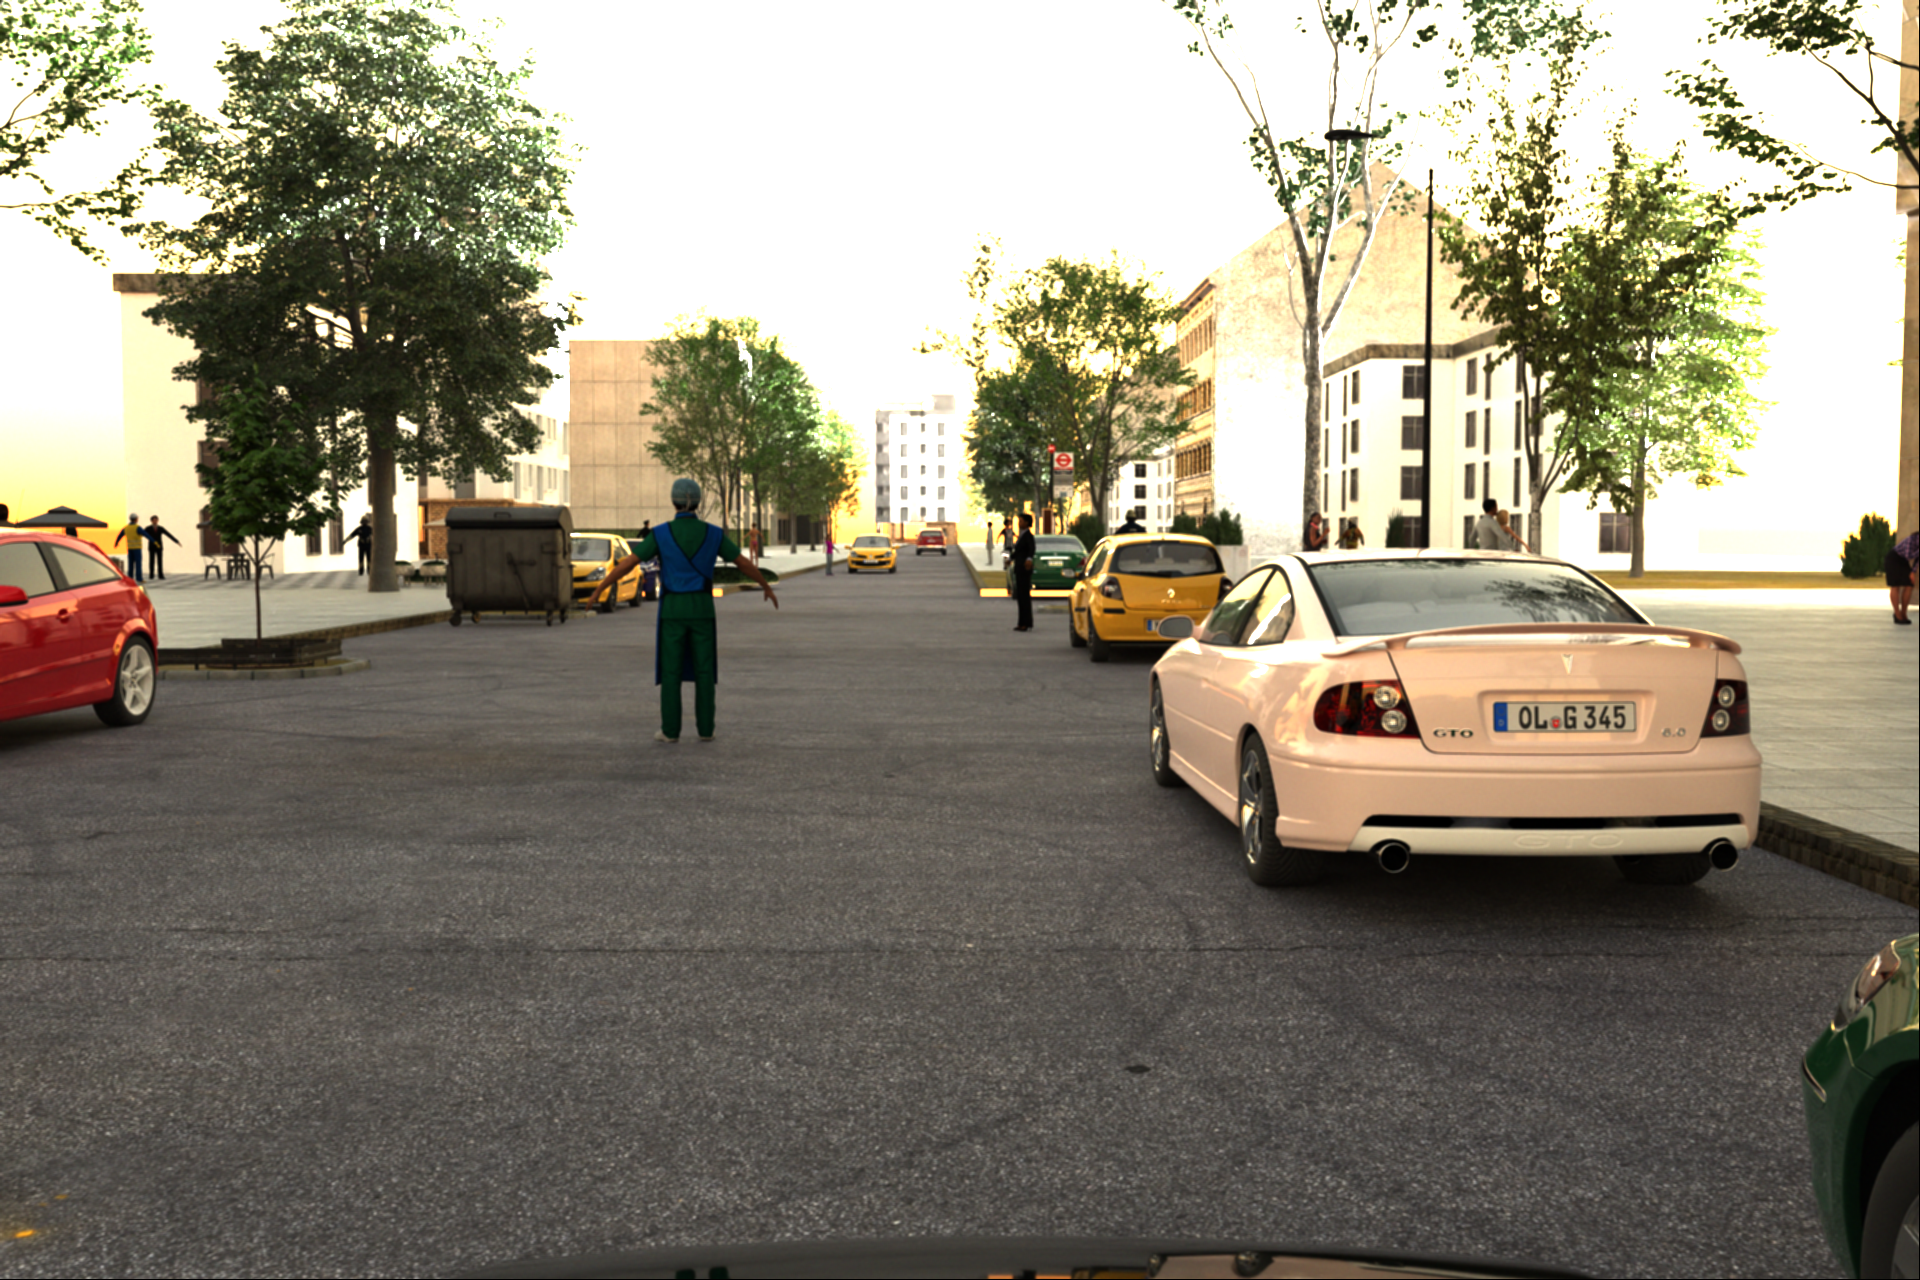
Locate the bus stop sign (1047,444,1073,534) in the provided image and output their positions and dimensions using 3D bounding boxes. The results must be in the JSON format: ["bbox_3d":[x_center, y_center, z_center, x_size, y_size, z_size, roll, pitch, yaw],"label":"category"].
[{"bbox_3d":[2.945,-3.848,51.621,0.855,3.939,0.416,0,4,-1],"label":"bus stop sign"}]

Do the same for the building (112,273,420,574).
[{"bbox_3d":[-26.639,-7.810,69.834,9.099,9.664,28.070,0,4,-1],"label":"building"}]

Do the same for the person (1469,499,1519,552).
[{"bbox_3d":[8.002,-1.220,26.109,0.704,1.810,1.344,-1,4,-16],"label":"person"}]

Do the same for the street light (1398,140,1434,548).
[{"bbox_3d":[5.947,-2.904,20.022,1.470,5.913,1.316,0,4,-1],"label":"street light"}]

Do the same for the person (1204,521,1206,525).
[{"bbox_3d":[9.867,-3.867,69.076,0.705,1.847,1.347,0,4,7],"label":"person"}]

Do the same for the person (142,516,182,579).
[{"bbox_3d":[-22.913,-2.640,49.343,1.347,1.806,0.705,-2,4,-35],"label":"person"}]

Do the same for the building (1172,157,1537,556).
[{"bbox_3d":[24.125,-17.104,110.571,19.493,23.208,18.063,0,3,0],"label":"building"}]

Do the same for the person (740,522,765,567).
[{"bbox_3d":[-8.062,-3.702,67.325,1.217,1.733,0.721,-3,5,-41],"label":"person"}]

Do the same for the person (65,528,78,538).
[{"bbox_3d":[-23.278,-2.402,45.494,0.704,1.802,1.346,-1,4,-18],"label":"person"}]

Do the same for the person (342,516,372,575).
[{"bbox_3d":[-18.488,-2.938,53.813,1.354,1.856,0.705,-1,4,-21],"label":"person"}]

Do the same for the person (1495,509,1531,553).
[{"bbox_3d":[10.488,-1.629,33.251,0.721,1.753,1.214,-2,4,-26],"label":"person"}]

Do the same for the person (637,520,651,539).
[{"bbox_3d":[-12.326,-3.812,68.257,1.347,1.837,0.705,2,4,35],"label":"person"}]

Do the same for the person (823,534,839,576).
[{"bbox_3d":[-4.471,-2.950,59.958,0.599,1.433,0.991,2,4,27],"label":"person"}]

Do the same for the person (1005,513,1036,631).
[{"bbox_3d":[0.875,-1.005,25.613,0.721,1.740,1.216,-1,4,-13],"label":"person"}]

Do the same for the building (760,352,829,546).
[{"bbox_3d":[-30.951,-22.240,207.597,27.936,21.610,32.646,0,4,0],"label":"building"}]

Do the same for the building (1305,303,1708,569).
[{"bbox_3d":[22.559,-8.238,76.845,9.099,9.664,28.070,0,3,0],"label":"building"}]

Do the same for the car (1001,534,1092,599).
[{"bbox_3d":[2.021,-1.688,39.399,2.131,1.459,4.920,0,4,-1],"label":"car"}]

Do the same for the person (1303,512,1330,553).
[{"bbox_3d":[5.911,-1.289,28.591,0.415,1.643,0.593,-3,5,-42],"label":"person"}]

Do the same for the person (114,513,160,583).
[{"bbox_3d":[-21.596,-2.409,45.355,1.349,1.833,0.705,1,4,12],"label":"person"}]

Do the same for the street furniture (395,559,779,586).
[{"bbox_3d":[-9.954,-1.755,44.322,10.072,0.657,5.734,1,4,14],"label":"street furniture"}]

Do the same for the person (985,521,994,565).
[{"bbox_3d":[1.200,-3.982,71.289,0.705,1.806,1.347,0,4,4],"label":"person"}]

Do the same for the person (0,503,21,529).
[{"bbox_3d":[-14.326,-1.170,25.893,1.215,1.744,0.721,-3,5,-40],"label":"person"}]

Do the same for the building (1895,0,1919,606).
[{"bbox_3d":[26.837,-14.963,10.871,22.709,31.103,35.509,0,4,-1],"label":"building"}]

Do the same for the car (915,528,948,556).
[{"bbox_3d":[-1.941,-6.638,117.208,2.281,1.827,5.304,0,4,-1],"label":"car"}]

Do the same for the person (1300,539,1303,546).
[{"bbox_3d":[15.152,-4.034,75.220,0.991,1.433,0.599,-2,4,-27],"label":"person"}]

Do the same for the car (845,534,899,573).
[{"bbox_3d":[-3.237,-3.299,64.169,2.015,1.641,3.980,0,4,-1],"label":"car"}]

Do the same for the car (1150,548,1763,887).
[{"bbox_3d":[2.073,0.240,8.437,2.083,1.381,4.827,0,4,-1],"label":"car"}]

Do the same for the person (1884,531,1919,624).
[{"bbox_3d":[13.455,-0.933,24.524,0.421,1.427,0.697,-2,4,-26],"label":"person"}]

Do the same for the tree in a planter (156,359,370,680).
[{"bbox_3d":[-7.281,-1.264,17.896,1.991,3.239,1.994,0,4,-1],"label":"tree in a planter"}]

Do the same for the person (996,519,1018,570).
[{"bbox_3d":[1.729,-3.390,61.565,1.345,1.843,0.704,-3,5,-42],"label":"person"}]

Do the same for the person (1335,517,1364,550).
[{"bbox_3d":[13.022,-3.175,57.684,0.705,1.858,1.354,-2,4,-30],"label":"person"}]

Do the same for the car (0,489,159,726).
[{"bbox_3d":[-7.033,-0.152,11.524,2.155,1.783,4.494,0,4,-1],"label":"car"}]

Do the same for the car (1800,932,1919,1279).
[{"bbox_3d":[2.288,0.667,0.886,2.131,1.459,4.920,0,4,-1],"label":"car"}]

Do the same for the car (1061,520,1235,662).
[{"bbox_3d":[2.268,-0.648,20.822,2.015,1.641,3.980,0,4,-1],"label":"car"}]

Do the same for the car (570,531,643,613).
[{"bbox_3d":[-7.156,-1.383,32.829,2.015,1.641,3.980,0,4,0],"label":"car"}]

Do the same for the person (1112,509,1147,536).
[{"bbox_3d":[3.919,-2.081,39.889,1.351,1.845,0.704,-1,4,-14],"label":"person"}]

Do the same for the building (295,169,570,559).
[{"bbox_3d":[-28.264,-14.321,90.568,16.016,20.090,11.380,0,4,0],"label":"building"}]

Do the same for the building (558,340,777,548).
[{"bbox_3d":[-28.358,-18.772,173.383,16.747,18.905,31.486,0,3,0],"label":"building"}]

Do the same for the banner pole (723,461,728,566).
[{"bbox_3d":[-8.089,-4.276,59.935,0.401,3.779,0.863,0,4,1],"label":"banner pole"}]

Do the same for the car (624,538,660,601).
[{"bbox_3d":[-7.327,-1.572,38.281,1.945,1.354,3.894,0,4,0],"label":"car"}]

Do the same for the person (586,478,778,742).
[{"bbox_3d":[-1.900,-0.209,12.001,1.347,1.817,0.704,-1,4,-20],"label":"person"}]
